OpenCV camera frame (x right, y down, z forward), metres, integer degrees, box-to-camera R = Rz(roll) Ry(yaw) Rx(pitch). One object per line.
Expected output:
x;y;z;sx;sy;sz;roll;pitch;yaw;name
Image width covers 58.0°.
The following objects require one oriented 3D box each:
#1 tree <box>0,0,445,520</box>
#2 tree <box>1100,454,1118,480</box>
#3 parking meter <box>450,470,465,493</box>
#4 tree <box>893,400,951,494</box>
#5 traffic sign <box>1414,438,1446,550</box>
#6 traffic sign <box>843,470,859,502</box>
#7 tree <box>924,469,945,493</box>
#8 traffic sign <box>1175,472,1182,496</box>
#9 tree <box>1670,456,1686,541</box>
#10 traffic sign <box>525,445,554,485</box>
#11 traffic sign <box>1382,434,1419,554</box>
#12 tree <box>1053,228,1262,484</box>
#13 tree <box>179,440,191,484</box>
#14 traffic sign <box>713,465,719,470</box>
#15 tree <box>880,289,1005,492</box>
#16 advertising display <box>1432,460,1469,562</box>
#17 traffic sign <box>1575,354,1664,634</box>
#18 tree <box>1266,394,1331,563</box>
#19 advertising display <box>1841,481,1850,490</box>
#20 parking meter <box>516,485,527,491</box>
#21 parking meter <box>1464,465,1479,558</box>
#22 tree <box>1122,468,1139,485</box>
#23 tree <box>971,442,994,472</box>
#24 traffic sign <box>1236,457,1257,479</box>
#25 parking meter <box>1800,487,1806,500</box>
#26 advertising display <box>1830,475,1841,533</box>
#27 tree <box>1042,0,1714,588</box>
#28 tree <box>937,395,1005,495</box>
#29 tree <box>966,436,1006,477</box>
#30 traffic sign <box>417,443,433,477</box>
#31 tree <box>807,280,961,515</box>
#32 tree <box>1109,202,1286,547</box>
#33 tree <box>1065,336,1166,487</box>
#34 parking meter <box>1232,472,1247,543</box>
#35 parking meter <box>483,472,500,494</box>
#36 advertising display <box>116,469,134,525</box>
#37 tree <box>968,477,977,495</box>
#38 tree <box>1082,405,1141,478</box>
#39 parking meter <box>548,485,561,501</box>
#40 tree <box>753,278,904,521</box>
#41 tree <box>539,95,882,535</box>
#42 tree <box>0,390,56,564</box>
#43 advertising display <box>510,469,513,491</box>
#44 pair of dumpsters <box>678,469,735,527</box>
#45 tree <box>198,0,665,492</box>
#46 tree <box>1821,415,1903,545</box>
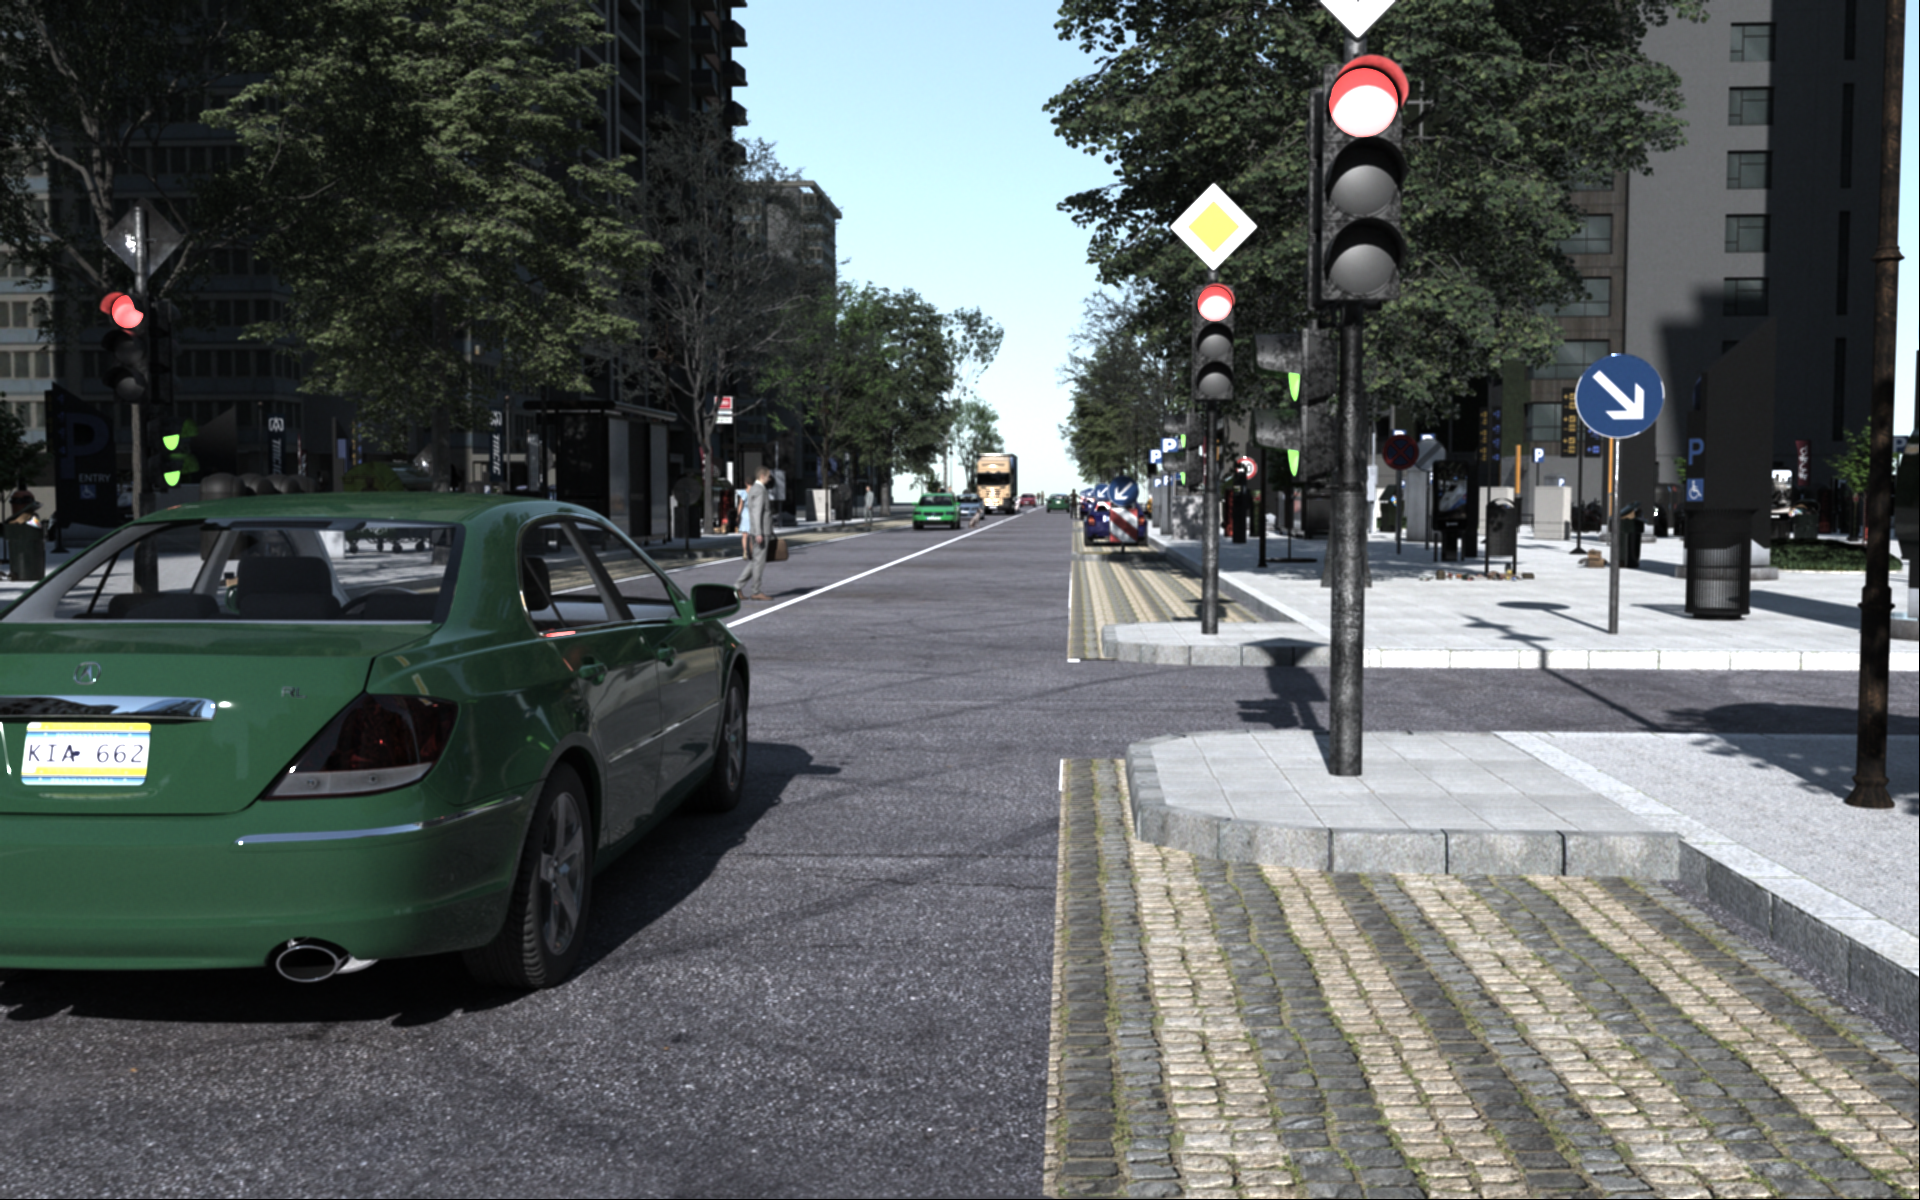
-10.436;-5.378;22.342;8.767;10.594;7.601;1;4;8;tree
16.931;-14.909;194.119;4.737;8.622;4.395;0;3;0;tree
-12.041;-2.182;41.387;0.399;1.863;0.255;1;4;20;parking meter
-2.672;-10.821;127.281;4.360;8.622;3.978;0;3;0;tree
10.705;-2.417;39.618;0.768;2.556;0.104;1;4;9;traffic sign
-5.799;-5.637;92.172;0.884;2.594;0.081;0;4;7;traffic sign
-2.151;-8.444;132.660;1.663;3.219;1.824;0;3;0;tree
7.743;-3.793;62.116;0.768;2.556;0.104;1;4;13;traffic sign
20.412;-3.260;47.901;1.663;3.219;1.824;0;3;0;tree
-10.838;-2.722;44.615;0.768;2.556;0.104;0;4;5;traffic sign
9.372;-2.251;36.916;0.768;2.556;0.104;1;4;9;traffic sign
9.411;-10.285;78.536;12.009;13.543;11.850;0;3;0;tree
-25.477;-3.799;56.707;1.663;3.219;1.824;0;3;0;tree
-10.753;-4.574;74.894;0.768;2.556;0.104;0;4;5;traffic sign
-2.530;-18.640;160.658;12.611;20.169;13.585;0;3;0;tree
9.338;-1.699;32.995;0.974;1.923;0.123;-3;4;-38;advertising display
5.998;-0.961;15.826;0.768;2.556;0.104;1;4;13;traffic sign
6.180;-2.331;32.714;1.663;3.219;1.824;0;3;0;tree
32.437;-3.573;63.626;0.974;1.923;0.123;0;4;-5;advertising display
-12.756;-2.574;50.504;0.372;1.533;0.369;0;3;0;parking meter
10.372;-1.799;35.122;0.255;1.863;0.399;1;4;17;parking meter
11.559;-7.483;116.952;1.663;3.219;1.824;0;3;0;tree
3.460;-17.087;229.736;4.737;8.622;4.395;0;3;0;tree
9.870;-3.656;59.884;0.768;2.556;0.104;0;4;8;traffic sign
29.685;-3.224;61.127;0.372;1.533;0.369;0;3;0;parking meter
29.065;-3.200;57.535;0.123;1.923;0.974;2;4;24;advertising display
5.307;-7.154;23.622;9.857;13.997;8.962;0;3;0;tree
0.966;-15.669;181.942;9.928;11.665;9.643;0;3;0;tree
4.269;-19.254;249.217;7.601;10.594;8.767;1;4;10;tree
-11.952;-2.315;39.034;0.795;2.450;0.064;1;4;9;traffic sign
-4.463;-12.123;104.868;9.857;13.997;8.962;0;3;0;tree
5.990;-5.570;41.430;4.360;8.622;3.978;0;3;0;tree
11.092;-12.523;122.885;7.486;12.596;7.792;0;3;0;tree
7.276;-2.407;45.073;0.255;1.863;0.399;2;4;32;parking meter
-12.311;-2.434;45.503;0.399;1.863;0.255;2;4;31;parking meter
-21.710;-2.452;45.309;0.123;1.923;0.974;2;4;32;advertising display
1.396;-11.838;188.145;1.663;3.219;1.824;0;3;0;tree
16.583;-15.730;182.937;9.928;11.665;9.643;0;3;0;tree
-11.046;-2.372;47.195;0.372;1.533;0.369;0;3;0;parking meter
-6.464;-9.635;83.280;9.928;11.665;9.643;0;3;0;tree
-7.952;-8.794;54.157;12.009;13.543;11.850;0;3;0;tree
-17.682;-2.302;32.243;1.663;3.219;1.824;0;3;0;tree
-11.739;-2.451;45.286;0.123;1.923;0.974;-1;4;-15;advertising display
-9.838;-3.933;66.803;1.574;2.255;4.437;0;4;4;pair of dumpsters
-9.164;-6.879;30.598;7.486;12.596;7.792;0;3;0;tree
22.284;-2.928;42.482;1.663;3.219;1.824;0;3;0;tree
